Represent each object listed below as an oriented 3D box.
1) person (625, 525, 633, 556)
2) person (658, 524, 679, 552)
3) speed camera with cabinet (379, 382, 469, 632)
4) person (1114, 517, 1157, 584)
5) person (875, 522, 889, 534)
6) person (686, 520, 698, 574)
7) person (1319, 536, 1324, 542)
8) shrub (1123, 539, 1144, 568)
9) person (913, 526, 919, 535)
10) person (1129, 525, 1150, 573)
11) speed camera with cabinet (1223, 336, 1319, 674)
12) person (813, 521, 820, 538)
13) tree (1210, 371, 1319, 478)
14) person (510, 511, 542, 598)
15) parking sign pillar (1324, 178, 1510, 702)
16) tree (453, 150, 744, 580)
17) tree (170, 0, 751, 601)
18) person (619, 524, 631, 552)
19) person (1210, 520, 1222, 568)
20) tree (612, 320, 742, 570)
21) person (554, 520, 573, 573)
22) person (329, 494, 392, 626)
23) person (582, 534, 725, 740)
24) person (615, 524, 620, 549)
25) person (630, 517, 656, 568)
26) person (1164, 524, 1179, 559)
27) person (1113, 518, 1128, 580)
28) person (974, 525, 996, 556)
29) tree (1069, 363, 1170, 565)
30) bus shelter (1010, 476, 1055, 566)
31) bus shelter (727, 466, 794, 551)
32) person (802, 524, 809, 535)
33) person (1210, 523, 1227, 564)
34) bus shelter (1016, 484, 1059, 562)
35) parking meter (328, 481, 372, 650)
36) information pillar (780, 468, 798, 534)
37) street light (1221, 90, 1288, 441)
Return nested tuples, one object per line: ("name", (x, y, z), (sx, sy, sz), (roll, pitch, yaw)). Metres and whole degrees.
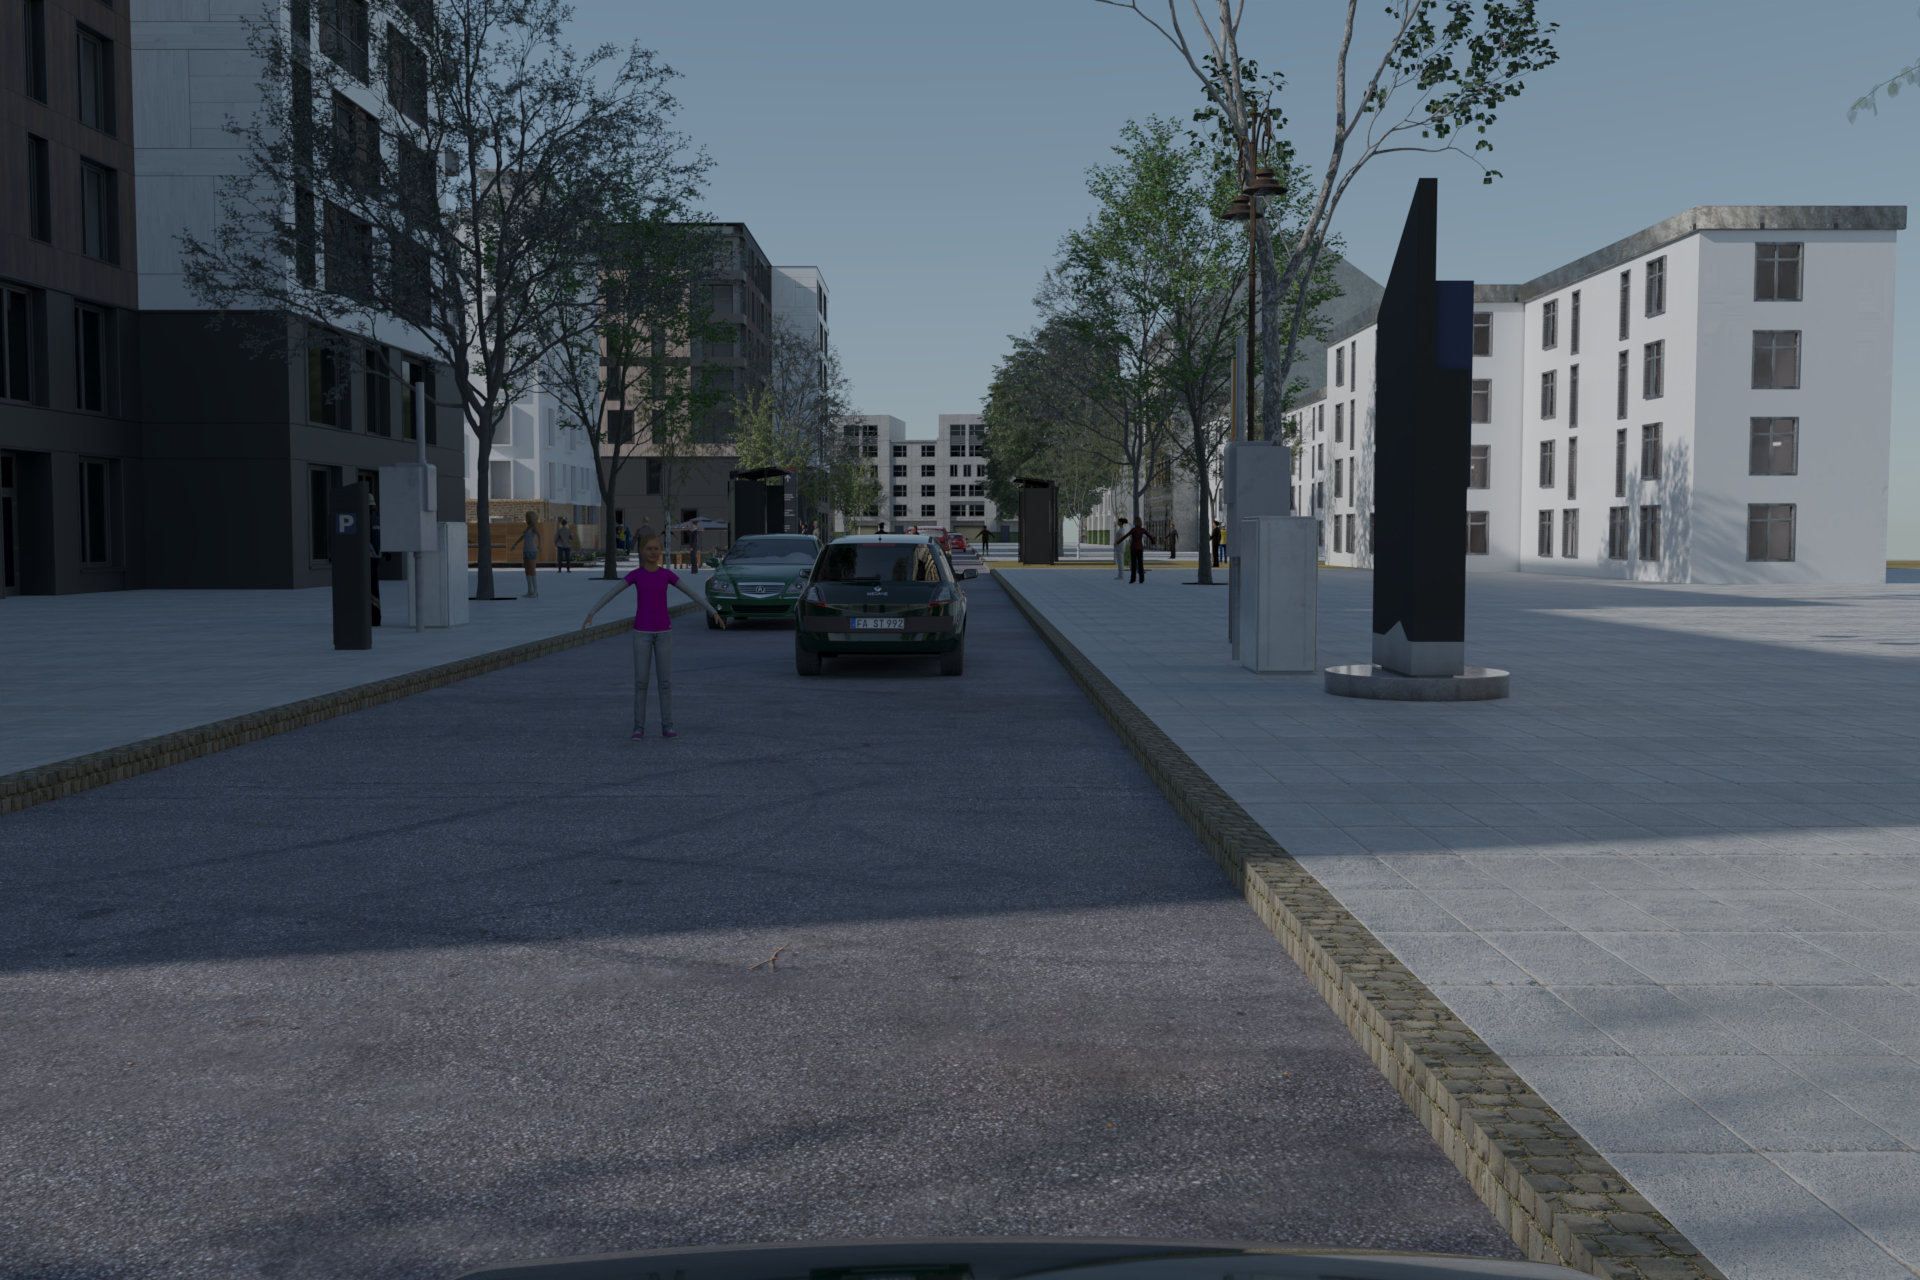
("person", (-19.338, -5.803, 101.007), (0.704, 1.817, 1.347), (-3, 4, -39))
("person", (-16.001, -5.413, 94.643), (1.345, 1.843, 0.704), (-2, 4, -24))
("speed camera with cabinet", (-7.223, -1.775, 23.356), (0.660, 3.252, 2.038), (0, 4, 0))
("person", (4.566, -2.332, 44.942), (1.215, 1.729, 0.721), (-1, 4, -20))
("person", (-2.662, -3.097, 59.032), (1.347, 1.837, 0.705), (1, 4, 12))
("person", (-8.746, -3.021, 56.231), (0.742, 1.727, 0.445), (3, 5, 42))
("person", (16.407, -4.566, 80.509), (1.347, 1.847, 0.705), (-3, 5, -39))
("shrub", (6.515, -3.336, 65.664), (1.383, 1.207, 1.383), (0, 3, 0))
("person", (-1.966, -4.077, 75.349), (0.704, 1.802, 1.346), (1, 4, 14))
("person", (5.906, -3.105, 56.674), (0.599, 1.838, 0.709), (-3, 4, -36))
("speed camera with cabinet", (2.994, -1.369, 16.715), (0.660, 3.252, 2.038), (0, 4, 0))
("person", (-5.896, -3.954, 70.782), (0.705, 1.813, 1.348), (-1, 4, -14))
("tree", (11.857, -7.369, 70.848), (4.360, 8.622, 3.978), (0, 3, 0))
("person", (-8.753, -1.737, 35.015), (0.721, 1.753, 1.214), (-3, 5, -42))
("parking sign pillar", (3.675, -1.552, 13.849), (1.447, 3.967, 1.447), (0, 4, 0))
("tree", (-9.880, -7.487, 48.164), (9.928, 11.665, 9.643), (0, 3, 0))
("tree", (-9.284, -7.527, 33.432), (12.009, 13.543, 11.850), (0, 3, 0))
("person", (-19.099, -5.612, 97.718), (1.349, 1.833, 0.705), (2, 4, 27))
("person", (9.800, -3.690, 66.523), (0.705, 1.806, 1.347), (2, 4, 29))
("tree", (-9.690, -6.455, 55.909), (4.360, 8.622, 3.978), (0, 3, 0))
("person", (-13.201, -3.131, 57.759), (0.617, 1.759, 0.750), (-1, 4, -10))
("person", (-8.232, -1.108, 23.977), (0.704, 1.845, 1.351), (1, 4, 15))
("person", (-2.135, -0.021, 12.072), (0.991, 1.433, 0.599), (-1, 4, -17))
("person", (-18.868, -5.481, 95.399), (0.705, 1.856, 1.354), (-1, 4, -15))
("person", (-8.780, -2.539, 48.115), (0.990, 1.755, 0.434), (-3, 5, -41))
("person", (10.967, -5.092, 89.483), (0.704, 1.802, 1.346), (-2, 4, -25))
("person", (4.436, -2.569, 48.766), (0.721, 1.739, 1.217), (1, 4, 10))
("person", (1.513, -5.945, 103.334), (1.346, 1.812, 0.704), (0, 4, 2))
("tree", (6.212, -7.410, 71.524), (4.360, 8.622, 3.978), (0, 3, 0))
("bus shelter", (3.069, -5.021, 73.381), (1.731, 3.624, 6.357), (0, 3, 0))
("bus shelter", (-7.201, -4.392, 63.092), (1.731, 3.624, 6.357), (0, 4, 0))
("person", (-7.156, -4.410, 78.825), (0.721, 1.740, 1.216), (-2, 4, -34))
("person", (11.397, -4.200, 75.130), (1.216, 1.772, 0.721), (-1, 4, -12))
("bus shelter", (3.679, -5.560, 82.189), (1.731, 3.624, 6.357), (0, 4, -1))
("parking meter", (-6.768, -0.826, 19.211), (0.399, 1.863, 0.255), (0, 4, 0))
("information pillar", (-6.723, -4.816, 68.125), (0.750, 3.857, 0.750), (0, 4, 0))
("street light", (3.141, -2.807, 18.678), (0.468, 5.910, 1.993), (0, 4, 0))
